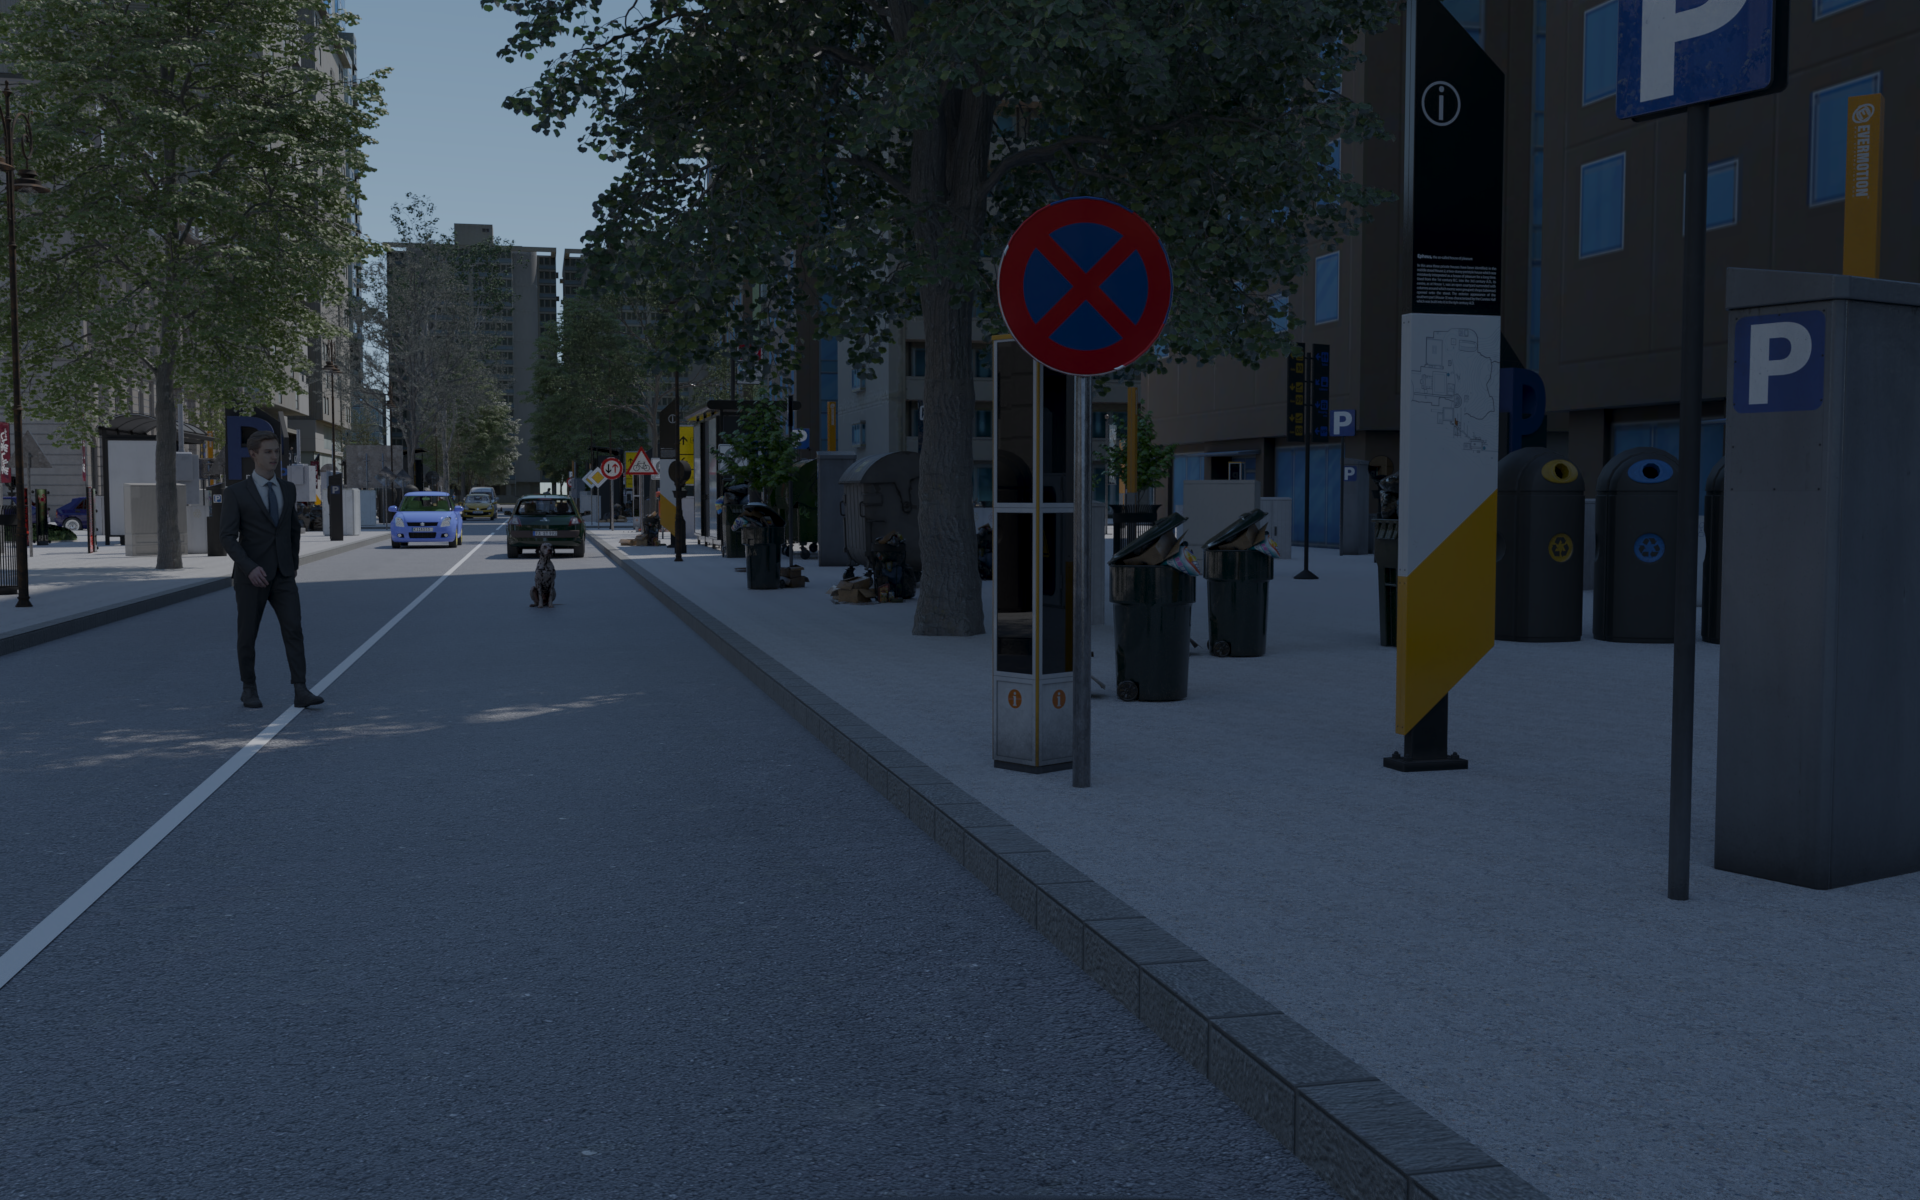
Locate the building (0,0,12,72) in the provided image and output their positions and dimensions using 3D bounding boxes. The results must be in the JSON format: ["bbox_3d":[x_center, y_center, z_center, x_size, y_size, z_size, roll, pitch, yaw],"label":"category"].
[{"bbox_3d":[-71.673,-34.183,148.132,28.713,52.752,27.495,-1,4,-14],"label":"building"}]

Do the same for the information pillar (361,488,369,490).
[{"bbox_3d":[-25.267,-4.228,73.615,0.304,2.012,0.304,-1,4,-22],"label":"information pillar"}]

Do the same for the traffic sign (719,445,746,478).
[{"bbox_3d":[-4.658,-2.052,35.675,0.606,2.300,0.079,0,4,-4],"label":"traffic sign"}]

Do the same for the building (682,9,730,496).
[{"bbox_3d":[-19.455,-53.889,193.762,22.319,86.520,31.000,-1,4,-14],"label":"building"}]

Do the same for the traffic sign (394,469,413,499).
[{"bbox_3d":[-22.339,-4.027,69.487,0.795,2.450,0.064,-1,4,-14],"label":"traffic sign"}]

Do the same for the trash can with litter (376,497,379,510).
[{"bbox_3d":[-34.797,-5.575,102.208,2.233,1.210,1.678,0,4,-6],"label":"trash can with litter"}]

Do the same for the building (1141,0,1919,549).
[{"bbox_3d":[13.778,-24.169,45.268,14.600,45.320,14.200,-1,4,-14],"label":"building"}]

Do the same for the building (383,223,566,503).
[{"bbox_3d":[-70.445,-34.245,251.779,23.993,40.220,32.217,-1,4,-14],"label":"building"}]

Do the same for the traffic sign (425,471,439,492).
[{"bbox_3d":[-28.990,-5.814,95.164,0.768,2.556,0.104,-1,4,-8],"label":"traffic sign"}]

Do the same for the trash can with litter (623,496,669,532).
[{"bbox_3d":[-10.080,-2.893,58.359,2.233,1.210,1.678,1,4,14],"label":"trash can with litter"}]

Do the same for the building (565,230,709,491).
[{"bbox_3d":[-47.050,-34.632,258.112,23.993,40.220,32.217,-1,4,-14],"label":"building"}]

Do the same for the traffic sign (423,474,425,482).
[{"bbox_3d":[-31.356,-6.128,100.291,0.768,2.556,0.104,-1,4,-12],"label":"traffic sign"}]

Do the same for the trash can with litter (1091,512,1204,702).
[{"bbox_3d":[0.960,0.035,10.810,1.055,1.170,0.624,0,4,6],"label":"trash can with litter"}]

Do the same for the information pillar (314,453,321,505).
[{"bbox_3d":[-36.906,-6.614,99.497,0.183,3.616,0.504,1,4,12],"label":"information pillar"}]

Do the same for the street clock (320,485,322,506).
[{"bbox_3d":[-51.131,-8.187,138.420,0.358,2.002,0.471,1,4,13],"label":"street clock"}]

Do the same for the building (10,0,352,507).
[{"bbox_3d":[-79.272,-36.230,181.599,27.495,52.752,28.713,-1,4,-14],"label":"building"}]

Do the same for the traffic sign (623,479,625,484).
[{"bbox_3d":[-22.903,-7.014,116.801,0.606,2.300,0.079,0,4,-5],"label":"traffic sign"}]

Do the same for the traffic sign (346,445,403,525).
[{"bbox_3d":[-24.347,-4.784,72.091,2.265,3.308,0.079,-1,4,-9],"label":"traffic sign"}]

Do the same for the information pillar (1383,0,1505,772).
[{"bbox_3d":[2.259,-1.020,8.026,0.504,3.616,0.183,-1,4,-16],"label":"information pillar"}]

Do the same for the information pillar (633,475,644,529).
[{"bbox_3d":[-11.678,-3.572,62.900,0.304,2.012,0.304,1,4,17],"label":"information pillar"}]

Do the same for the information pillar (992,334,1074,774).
[{"bbox_3d":[0.358,-0.218,8.058,0.304,2.012,0.304,-3,5,-43],"label":"information pillar"}]

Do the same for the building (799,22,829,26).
[{"bbox_3d":[-13.841,-31.097,158.544,14.600,45.320,14.200,-1,4,-14],"label":"building"}]

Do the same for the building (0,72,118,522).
[{"bbox_3d":[-48.544,-15.115,88.929,13.314,21.916,24.055,-1,4,-14],"label":"building"}]

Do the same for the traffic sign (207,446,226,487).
[{"bbox_3d":[-19.924,-2.871,46.938,0.884,2.594,0.081,0,4,-8],"label":"traffic sign"}]

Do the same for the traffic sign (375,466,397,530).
[{"bbox_3d":[-20.445,-3.553,61.729,0.795,2.450,0.064,-1,4,-14],"label":"traffic sign"}]

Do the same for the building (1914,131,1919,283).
[{"bbox_3d":[18.420,-22.843,23.590,14.600,45.320,14.200,-1,4,-14],"label":"building"}]

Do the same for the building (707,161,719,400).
[{"bbox_3d":[-17.489,-31.937,172.279,14.600,45.320,14.200,-1,4,-14],"label":"building"}]

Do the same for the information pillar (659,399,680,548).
[{"bbox_3d":[-6.892,-3.051,41.244,0.504,3.616,0.183,0,4,4],"label":"information pillar"}]

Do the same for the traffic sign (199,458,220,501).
[{"bbox_3d":[-21.370,-2.886,49.319,0.606,2.300,0.079,-1,4,-11],"label":"traffic sign"}]

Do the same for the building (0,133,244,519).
[{"bbox_3d":[-54.582,-16.537,112.174,13.314,21.916,24.055,-1,4,-14],"label":"building"}]

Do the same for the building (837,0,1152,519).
[{"bbox_3d":[4.128,-29.004,97.923,21.600,48.544,21.300,-1,4,-14],"label":"building"}]

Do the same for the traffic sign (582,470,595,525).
[{"bbox_3d":[-15.151,-4.133,71.214,0.795,2.450,0.064,-1,4,-14],"label":"traffic sign"}]

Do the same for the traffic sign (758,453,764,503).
[{"bbox_3d":[-3.619,-1.947,31.939,0.768,2.556,0.104,0,4,-5],"label":"traffic sign"}]

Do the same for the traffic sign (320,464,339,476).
[{"bbox_3d":[-26.325,-4.418,72.335,0.768,2.556,0.104,-1,4,-11],"label":"traffic sign"}]

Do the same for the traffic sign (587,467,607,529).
[{"bbox_3d":[-13.256,-3.658,63.456,0.795,2.450,0.064,-1,4,-14],"label":"traffic sign"}]

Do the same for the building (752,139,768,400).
[{"bbox_3d":[-9.872,-27.857,139.048,14.154,41.232,14.086,-1,4,-14],"label":"building"}]

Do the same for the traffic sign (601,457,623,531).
[{"bbox_3d":[-12.097,-3.678,60.245,0.768,2.556,0.104,0,4,-7],"label":"traffic sign"}]

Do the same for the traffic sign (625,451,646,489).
[{"bbox_3d":[-14.779,-5.416,82.427,2.265,3.308,0.079,-1,4,-9],"label":"traffic sign"}]

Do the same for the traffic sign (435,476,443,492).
[{"bbox_3d":[-36.945,-7.496,122.667,0.768,2.556,0.104,0,4,-7],"label":"traffic sign"}]

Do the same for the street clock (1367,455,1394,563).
[{"bbox_3d":[7.829,-1.695,32.282,0.471,2.002,0.358,1,4,11],"label":"street clock"}]

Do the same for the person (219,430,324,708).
[{"bbox_3d":[-4.579,-0.201,11.562,0.755,1.850,0.659,3,5,40],"label":"person"}]

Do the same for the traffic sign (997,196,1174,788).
[{"bbox_3d":[0.534,-0.454,7.522,0.768,2.556,0.104,0,4,-6],"label":"traffic sign"}]

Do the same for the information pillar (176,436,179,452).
[{"bbox_3d":[-25.030,-3.896,55.060,0.183,3.616,0.504,2,4,29],"label":"information pillar"}]

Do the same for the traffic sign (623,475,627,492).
[{"bbox_3d":[-22.652,-7.179,117.480,0.768,2.556,0.104,0,4,-5],"label":"traffic sign"}]

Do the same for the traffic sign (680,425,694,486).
[{"bbox_3d":[-7.276,-3.501,51.109,2.265,3.308,0.079,0,4,-7],"label":"traffic sign"}]

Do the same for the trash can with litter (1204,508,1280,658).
[{"bbox_3d":[1.964,-0.141,13.696,1.055,1.170,0.624,0,4,1],"label":"trash can with litter"}]

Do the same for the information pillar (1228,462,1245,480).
[{"bbox_3d":[6.336,-2.154,39.702,0.304,2.012,0.304,2,4,26],"label":"information pillar"}]

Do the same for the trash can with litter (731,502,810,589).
[{"bbox_3d":[-2.561,-0.746,23.580,0.624,1.170,1.055,2,4,33],"label":"trash can with litter"}]

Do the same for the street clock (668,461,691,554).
[{"bbox_3d":[-6.038,-2.006,37.371,0.471,2.002,0.358,2,4,33],"label":"street clock"}]

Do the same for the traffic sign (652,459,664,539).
[{"bbox_3d":[-8.460,-2.881,49.230,0.606,2.300,0.079,-1,4,-12],"label":"traffic sign"}]

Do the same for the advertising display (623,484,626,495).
[{"bbox_3d":[-22.357,-6.612,113.321,0.974,1.923,0.123,-1,4,-19],"label":"advertising display"}]

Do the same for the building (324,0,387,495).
[{"bbox_3d":[-96.036,-56.593,237.972,31.000,86.520,22.319,-1,4,-14],"label":"building"}]

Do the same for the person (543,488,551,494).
[{"bbox_3d":[-24.186,-5.671,101.406,0.592,1.802,0.473,1,4,9],"label":"person"}]

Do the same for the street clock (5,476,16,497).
[{"bbox_3d":[-37.874,-3.953,69.203,0.358,2.002,0.471,1,4,22],"label":"street clock"}]

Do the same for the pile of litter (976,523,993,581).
[{"bbox_3d":[0.244,-0.738,26.030,1.719,0.858,1.176,-1,4,-20],"label":"pile of litter"}]

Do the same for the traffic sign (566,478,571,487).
[{"bbox_3d":[-29.319,-7.994,130.808,0.768,2.556,0.104,0,4,-4],"label":"traffic sign"}]

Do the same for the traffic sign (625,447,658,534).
[{"bbox_3d":[-8.724,-2.905,47.505,0.884,2.594,0.081,0,4,-4],"label":"traffic sign"}]

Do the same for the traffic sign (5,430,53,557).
[{"bbox_3d":[-18.939,-2.156,35.249,0.884,2.594,0.081,-1,4,-10],"label":"traffic sign"}]

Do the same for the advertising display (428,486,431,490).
[{"bbox_3d":[-40.149,-7.704,131.166,0.123,1.923,0.974,-1,4,-21],"label":"advertising display"}]

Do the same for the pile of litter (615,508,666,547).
[{"bbox_3d":[-7.896,-1.778,43.033,1.176,0.858,1.719,-1,4,-10],"label":"pile of litter"}]
